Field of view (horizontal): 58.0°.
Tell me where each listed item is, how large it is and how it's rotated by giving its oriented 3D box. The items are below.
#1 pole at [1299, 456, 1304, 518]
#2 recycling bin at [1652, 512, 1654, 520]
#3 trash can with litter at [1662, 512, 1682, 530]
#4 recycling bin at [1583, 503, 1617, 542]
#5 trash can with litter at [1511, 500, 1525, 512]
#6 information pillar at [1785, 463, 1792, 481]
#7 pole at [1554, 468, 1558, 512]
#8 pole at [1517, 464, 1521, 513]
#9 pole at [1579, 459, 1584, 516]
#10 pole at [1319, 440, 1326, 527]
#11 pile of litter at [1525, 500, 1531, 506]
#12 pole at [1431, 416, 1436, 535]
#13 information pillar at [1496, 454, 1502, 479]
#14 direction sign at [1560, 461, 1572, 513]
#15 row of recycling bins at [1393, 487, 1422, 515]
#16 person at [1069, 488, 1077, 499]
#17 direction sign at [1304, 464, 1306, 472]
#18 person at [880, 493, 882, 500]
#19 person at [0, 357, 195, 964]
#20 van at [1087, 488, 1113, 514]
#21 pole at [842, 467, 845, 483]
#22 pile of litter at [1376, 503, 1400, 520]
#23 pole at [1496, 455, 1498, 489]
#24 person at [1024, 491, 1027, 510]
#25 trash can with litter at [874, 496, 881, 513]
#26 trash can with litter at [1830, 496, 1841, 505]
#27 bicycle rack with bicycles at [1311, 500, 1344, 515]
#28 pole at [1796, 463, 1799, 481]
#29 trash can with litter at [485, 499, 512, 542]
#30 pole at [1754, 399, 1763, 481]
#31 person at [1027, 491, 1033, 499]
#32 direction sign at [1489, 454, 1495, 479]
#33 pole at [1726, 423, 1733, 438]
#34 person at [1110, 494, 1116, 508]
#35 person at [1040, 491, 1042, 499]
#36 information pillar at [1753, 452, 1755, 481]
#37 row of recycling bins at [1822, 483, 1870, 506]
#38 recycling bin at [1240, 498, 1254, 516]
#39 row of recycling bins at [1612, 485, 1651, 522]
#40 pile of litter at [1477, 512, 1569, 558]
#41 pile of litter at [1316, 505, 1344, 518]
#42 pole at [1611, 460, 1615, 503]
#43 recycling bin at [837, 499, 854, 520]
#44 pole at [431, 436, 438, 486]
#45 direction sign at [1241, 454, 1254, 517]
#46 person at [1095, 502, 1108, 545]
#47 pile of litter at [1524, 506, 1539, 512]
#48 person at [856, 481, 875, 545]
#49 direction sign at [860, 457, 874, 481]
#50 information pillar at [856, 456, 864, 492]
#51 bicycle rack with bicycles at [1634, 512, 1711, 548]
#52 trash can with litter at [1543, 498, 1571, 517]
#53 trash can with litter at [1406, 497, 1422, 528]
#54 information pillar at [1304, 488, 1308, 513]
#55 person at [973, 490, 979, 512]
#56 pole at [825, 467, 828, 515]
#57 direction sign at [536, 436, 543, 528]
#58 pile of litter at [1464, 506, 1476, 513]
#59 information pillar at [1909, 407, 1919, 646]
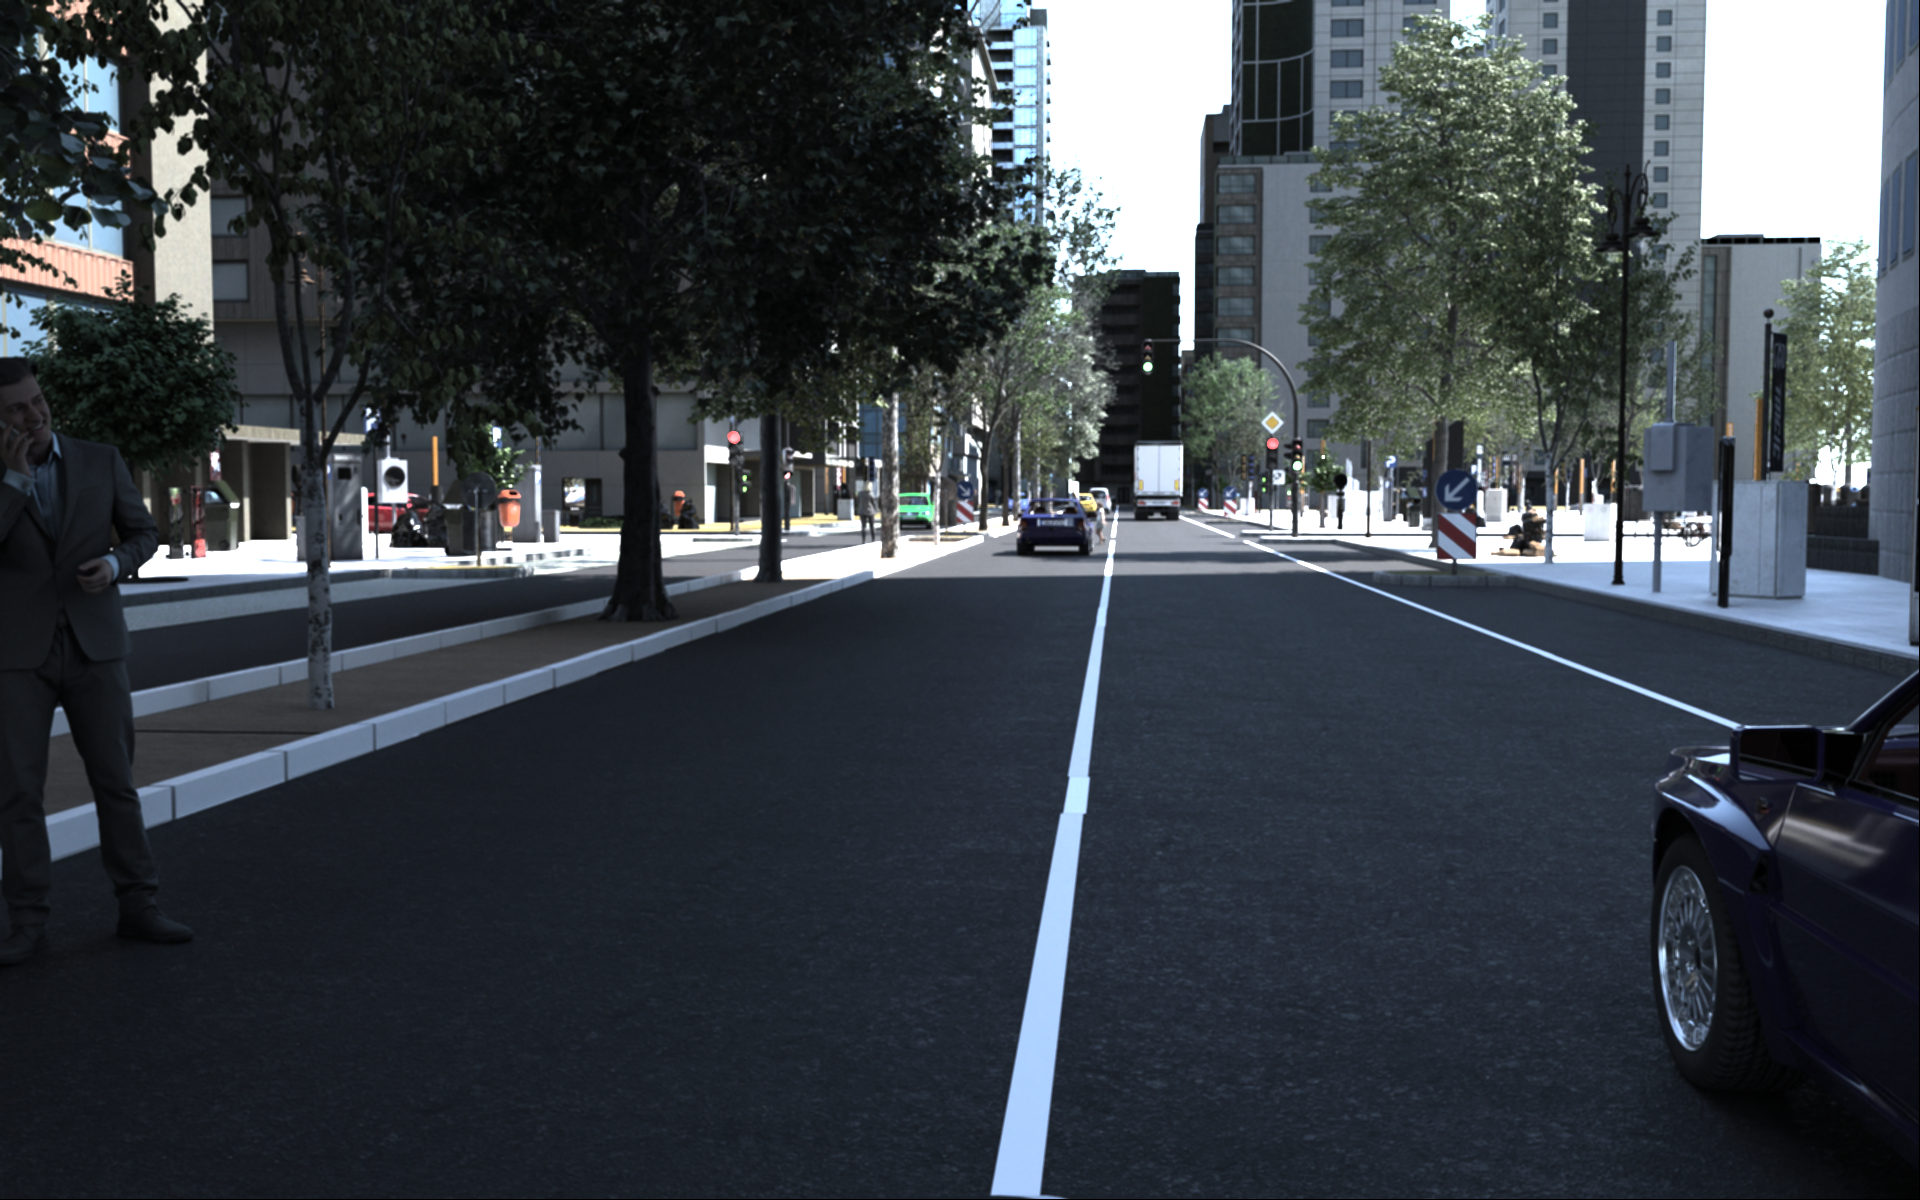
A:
[{"bbox_3d":[18.350,-6.063,92.969,0.158,3.312,0.155,0,3,0],"label":"pole"},{"bbox_3d":[34.615,-4.450,85.313,0.722,1.027,0.722,-3,4,-37],"label":"recycling bin"},{"bbox_3d":[25.619,-3.107,62.189,0.624,1.170,1.055,0,4,-6],"label":"trash can with litter"},{"bbox_3d":[17.261,-2.087,46.680,0.722,1.027,0.722,2,4,34],"label":"recycling bin"},{"bbox_3d":[40.439,-6.993,125.727,1.055,1.170,0.624,2,4,26],"label":"trash can with litter"},{"bbox_3d":[61.884,-8.443,129.393,0.504,3.616,0.183,-1,4,-11],"label":"information pillar"},{"bbox_3d":[43.540,-8.115,126.519,0.158,3.312,0.155,0,3,0],"label":"pole"},{"bbox_3d":[41.117,-8.165,127.340,0.158,3.312,0.155,0,3,0],"label":"pole"},{"bbox_3d":[36.057,-6.521,100.466,0.158,3.312,0.155,0,3,0],"label":"pole"},{"bbox_3d":[13.775,-4.401,65.803,0.158,3.312,0.155,0,3,0],"label":"pole"},{"bbox_3d":[43.093,-7.135,130.623,1.176,0.858,1.719,1,4,11],"label":"pile of litter"},{"bbox_3d":[12.522,-3.161,45.530,0.158,3.312,0.155,0,3,0],"label":"pole"},{"bbox_3d":[31.610,-6.745,101.629,0.504,3.616,0.183,-2,4,-30],"label":"information pillar"},{"bbox_3d":[40.998,-7.657,117.186,0.379,3.537,0.876,-3,4,-37],"label":"direction sign"},{"bbox_3d":[28.000,-6.219,108.795,3.534,1.692,1.069,-3,4,-36],"label":"row of recycling bins"},{"bbox_3d":[6.727,-5.769,102.909,0.616,1.811,0.778,2,4,29],"label":"person"},{"bbox_3d":[25.667,-8.370,128.850,0.379,3.537,0.876,0,4,3],"label":"direction sign"},{"bbox_3d":[-3.480,-4.414,80.939,0.520,1.790,0.573,1,4,14],"label":"person"},{"bbox_3d":[-2.761,0.179,5.373,0.655,1.846,0.447,-2,4,-35],"label":"person"},{"bbox_3d":[10.230,-7.356,127.280,2.013,2.044,4.112,0,4,7],"label":"van"},{"bbox_3d":[-7.480,-7.176,111.167,0.158,3.312,0.155,0,3,0],"label":"pole"},{"bbox_3d":[21.263,-4.412,86.097,1.176,0.858,1.719,1,4,16],"label":"pile of litter"},{"bbox_3d":[28.256,-5.942,90.995,0.158,3.312,0.155,0,3,0],"label":"pole"},{"bbox_3d":[5.822,-9.026,156.752,0.721,1.739,1.217,0,4,-2],"label":"person"},{"bbox_3d":[-4.964,-6.363,115.088,2.233,1.210,1.678,2,4,33],"label":"trash can with litter"},{"bbox_3d":[31.873,-3.169,62.871,1.678,1.210,2.233,0,4,-5],"label":"trash can with litter"},{"bbox_3d":[23.204,-5.663,105.966,2.852,0.926,2.925,-1,4,-22],"label":"bicycle rack with bicycles"},{"bbox_3d":[55.787,-7.433,115.376,0.158,3.312,0.155,0,3,0],"label":"pole"},{"bbox_3d":[-12.368,-2.154,46.606,0.624,1.170,1.055,2,4,28],"label":"trash can with litter"},{"bbox_3d":[17.116,-2.647,37.124,0.158,3.312,0.155,0,3,0],"label":"pole"},{"bbox_3d":[8.049,-11.645,198.880,0.705,1.826,1.348,2,4,31],"label":"person"},{"bbox_3d":[30.409,-6.549,99.067,0.379,3.537,0.876,3,4,38],"label":"direction sign"},{"bbox_3d":[22.069,-3.420,49.757,0.158,3.312,0.155,0,3,0],"label":"pole"},{"bbox_3d":[15.722,-10.180,178.169,0.697,1.427,0.421,2,4,26],"label":"person"},{"bbox_3d":[8.027,-10.085,174.208,0.721,1.723,1.217,3,5,42],"label":"person"},{"bbox_3d":[44.543,-6.445,96.727,0.504,3.616,0.183,3,5,43],"label":"information pillar"},{"bbox_3d":[34.448,-3.624,66.366,3.534,1.692,1.069,0,4,-7],"label":"row of recycling bins"},{"bbox_3d":[17.014,-5.510,102.640,0.722,1.027,0.722,1,4,19],"label":"recycling bin"},{"bbox_3d":[31.517,-4.532,81.209,1.069,1.692,3.534,0,4,3],"label":"row of recycling bins"},{"bbox_3d":[11.636,-1.317,35.500,1.176,0.858,1.719,-1,4,-20],"label":"pile of litter"},{"bbox_3d":[20.008,-4.871,93.607,1.719,0.858,1.176,-1,4,-11],"label":"pile of litter"},{"bbox_3d":[38.190,-6.574,101.324,0.158,3.312,0.155,0,3,0],"label":"pole"},{"bbox_3d":[-5.630,-4.437,85.106,0.722,1.027,0.722,0,4,5],"label":"recycling bin"},{"bbox_3d":[-18.606,-4.132,61.404,0.158,3.312,0.155,0,3,0],"label":"pole"},{"bbox_3d":[16.374,-6.526,98.700,0.876,3.537,0.379,3,5,42],"label":"direction sign"},{"bbox_3d":[4.024,-2.167,48.939,0.382,1.210,0.505,0,4,-7],"label":"person"},{"bbox_3d":[15.999,-2.112,48.499,1.719,0.858,1.176,2,4,29],"label":"pile of litter"},{"bbox_3d":[-2.630,-2.438,48.542,0.537,1.800,0.526,1,4,13],"label":"person"},{"bbox_3d":[-5.672,-6.965,105.880,0.876,3.537,0.379,0,4,5],"label":"direction sign"},{"bbox_3d":[-6.099,-6.955,105.062,0.504,3.616,0.183,0,4,-1],"label":"information pillar"},{"bbox_3d":[18.165,-1.787,42.604,2.925,0.926,2.852,-1,4,-19],"label":"bicycle rack with bicycles"},{"bbox_3d":[33.807,-5.359,98.672,1.678,1.210,2.233,1,4,12],"label":"trash can with litter"},{"bbox_3d":[17.234,-3.344,66.065,0.624,1.170,1.055,0,4,2],"label":"trash can with litter"},{"bbox_3d":[23.662,-6.987,118.724,0.304,2.012,0.304,-2,4,-35],"label":"information pillar"},{"bbox_3d":[1.316,-8.014,140.086,0.434,1.755,0.990,2,4,24],"label":"person"},{"bbox_3d":[-8.208,-6.887,106.451,0.158,3.312,0.155,0,3,0],"label":"pole"},{"bbox_3d":[-15.722,-4.439,64.579,0.379,3.537,0.876,0,4,-7],"label":"direction sign"},{"bbox_3d":[19.403,-3.199,66.262,1.719,0.858,1.176,1,4,12],"label":"pile of litter"},{"bbox_3d":[8.227,-0.616,14.558,0.304,2.012,0.304,-3,5,-39],"label":"information pillar"}]
